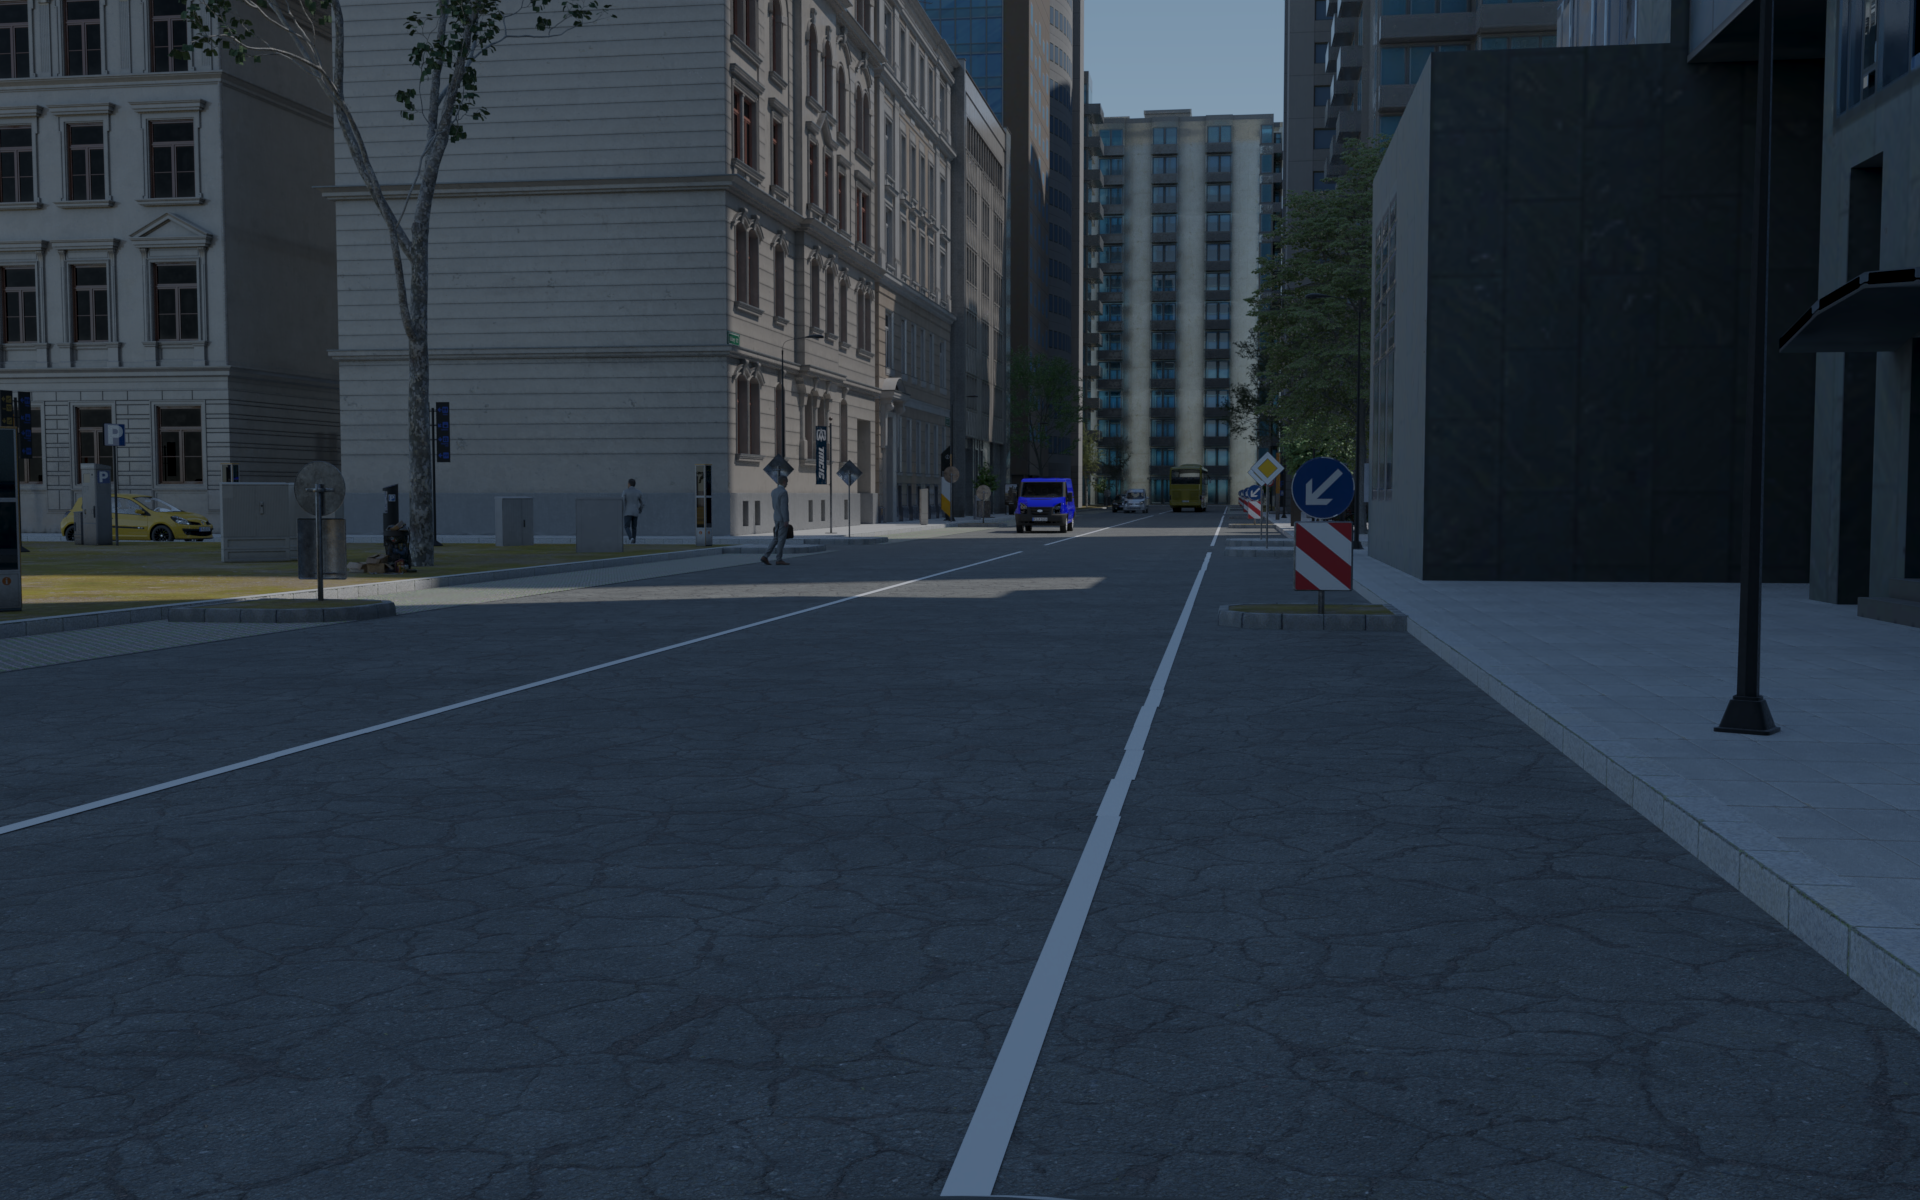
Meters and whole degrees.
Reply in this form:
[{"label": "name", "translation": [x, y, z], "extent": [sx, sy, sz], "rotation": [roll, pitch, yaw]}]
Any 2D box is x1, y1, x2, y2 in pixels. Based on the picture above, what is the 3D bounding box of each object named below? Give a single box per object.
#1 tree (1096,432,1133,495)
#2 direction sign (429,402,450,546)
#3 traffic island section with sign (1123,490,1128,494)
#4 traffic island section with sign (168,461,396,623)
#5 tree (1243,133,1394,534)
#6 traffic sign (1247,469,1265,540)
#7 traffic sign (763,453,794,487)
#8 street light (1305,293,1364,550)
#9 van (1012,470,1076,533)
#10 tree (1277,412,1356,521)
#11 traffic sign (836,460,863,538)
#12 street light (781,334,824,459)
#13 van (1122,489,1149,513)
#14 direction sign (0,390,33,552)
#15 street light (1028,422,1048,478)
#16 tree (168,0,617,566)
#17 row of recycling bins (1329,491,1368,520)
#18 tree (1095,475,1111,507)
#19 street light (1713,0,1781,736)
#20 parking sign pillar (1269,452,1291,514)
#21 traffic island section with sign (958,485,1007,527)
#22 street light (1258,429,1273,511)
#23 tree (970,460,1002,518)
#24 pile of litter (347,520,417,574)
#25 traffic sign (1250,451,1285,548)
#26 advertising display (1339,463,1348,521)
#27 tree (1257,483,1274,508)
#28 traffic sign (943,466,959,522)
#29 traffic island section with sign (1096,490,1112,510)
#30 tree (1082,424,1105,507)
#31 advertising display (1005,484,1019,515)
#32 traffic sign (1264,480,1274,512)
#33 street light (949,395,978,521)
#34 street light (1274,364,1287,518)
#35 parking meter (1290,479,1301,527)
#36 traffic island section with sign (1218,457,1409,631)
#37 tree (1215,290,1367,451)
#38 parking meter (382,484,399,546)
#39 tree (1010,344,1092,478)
[{"label": "tree", "translation": [18.194, -15.388, 201.948], "extent": [4.360, 8.622, 3.978], "rotation": [0, 3, 0]}, {"label": "direction sign", "translation": [-12.968, -3.101, 42.693], "extent": [0.876, 3.537, 0.379], "rotation": [1, 4, 11]}, {"label": "traffic island section with sign", "translation": [17.243, -10.417, 178.948], "extent": [1.989, 1.847, 2.006], "rotation": [1, 4, 9]}, {"label": "traffic island section with sign", "translation": [-7.701, -0.700, 20.072], "extent": [1.989, 1.847, 2.006], "rotation": [1, 4, 9]}, {"label": "tree", "translation": [12.693, -8.367, 54.925], "extent": [7.486, 12.596, 7.792], "rotation": [0, 3, 0]}, {"label": "traffic sign", "translation": [8.471, -2.754, 48.667], "extent": [0.795, 2.450, 0.064], "rotation": [1, 4, 9]}, {"label": "traffic sign", "translation": [-4.466, -2.385, 42.630], "extent": [0.795, 2.450, 0.064], "rotation": [1, 4, 9]}, {"label": "street light", "translation": [8.675, -4.135, 40.146], "extent": [1.470, 5.913, 1.316], "rotation": [1, 4, 9]}, {"label": "van", "translation": [3.236, -3.729, 65.353], "extent": [2.240, 2.365, 5.245], "rotation": [0, 4, 8]}, {"label": "tree", "translation": [13.561, -4.972, 65.005], "extent": [4.285, 4.588, 4.351], "rotation": [0, 3, 0]}, {"label": "traffic sign", "translation": [-3.227, -2.867, 50.518], "extent": [0.795, 2.450, 0.064], "rotation": [1, 4, 9]}, {"label": "street light", "translation": [-4.643, -4.772, 50.557], "extent": [1.470, 5.913, 1.316], "rotation": [1, 4, 9]}, {"label": "van", "translation": [13.161, -7.491, 129.481], "extent": [2.013, 2.044, 4.112], "rotation": [1, 4, 10]}, {"label": "direction sign", "translation": [-20.717, -2.818, 38.077], "extent": [0.379, 3.537, 0.876], "rotation": [1, 4, 13]}, {"label": "street light", "translation": [4.994, -8.531, 112.020], "extent": [1.470, 5.913, 1.316], "rotation": [1, 4, 9]}, {"label": "tree", "translation": [-10.868, -10.709, 30.987], "extent": [12.611, 20.169, 13.585], "rotation": [0, 3, 0]}, {"label": "row of recycling bins", "translation": [18.945, -4.782, 85.301], "extent": [1.069, 1.692, 3.534], "rotation": [-2, 4, -29]}, {"label": "tree", "translation": [14.672, -11.173, 177.282], "extent": [1.663, 3.219, 1.824], "rotation": [0, 3, 0]}, {"label": "street light", "translation": [3.726, -2.247, 9.284], "extent": [1.470, 5.913, 1.316], "rotation": [1, 4, 9]}, {"label": "parking sign pillar", "translation": [20.456, -7.465, 110.522], "extent": [1.447, 3.967, 1.447], "rotation": [0, 4, -1]}, {"label": "traffic island section with sign", "translation": [1.022, -4.098, 75.636], "extent": [1.989, 1.847, 2.006], "rotation": [1, 4, 9]}, {"label": "street light", "translation": [16.701, -7.308, 92.031], "extent": [1.470, 5.913, 1.316], "rotation": [1, 4, 9]}, {"label": "tree", "translation": [1.261, -6.055, 93.608], "extent": [1.663, 3.219, 1.824], "rotation": [0, 3, 0]}, {"label": "pile of litter", "translation": [-9.481, -0.883, 28.398], "extent": [1.176, 0.858, 1.719], "rotation": [0, 4, -8]}, {"label": "traffic sign", "translation": [7.232, -2.271, 40.779], "extent": [0.795, 2.450, 0.064], "rotation": [1, 4, 9]}, {"label": "advertising display", "translation": [8.067, -1.911, 36.466], "extent": [0.123, 1.923, 0.974], "rotation": [1, 4, 15]}, {"label": "tree", "translation": [29.852, -10.872, 172.364], "extent": [1.663, 3.219, 1.824], "rotation": [0, 3, 0]}, {"label": "traffic sign", "translation": [-0.404, -4.852, 79.439], "extent": [0.768, 2.556, 0.104], "rotation": [1, 4, 16]}, {"label": "traffic island section with sign", "translation": [12.943, -8.740, 151.529], "extent": [1.989, 1.847, 2.006], "rotation": [1, 4, 9]}, {"label": "tree", "translation": [12.470, -13.514, 171.312], "extent": [4.737, 8.622, 4.395], "rotation": [0, 3, 0]}, {"label": "advertising display", "translation": [3.158, -6.167, 106.050], "extent": [0.974, 1.923, 0.123], "rotation": [3, 4, 38]}, {"label": "traffic sign", "translation": [21.602, -7.409, 121.244], "extent": [0.768, 2.556, 0.104], "rotation": [1, 4, 13]}, {"label": "street light", "translation": [0.167, -6.658, 81.398], "extent": [1.470, 5.913, 1.316], "rotation": [1, 4, 9]}, {"label": "street light", "translation": [11.992, -5.432, 61.347], "extent": [1.470, 5.913, 1.316], "rotation": [1, 4, 9]}, {"label": "parking meter", "translation": [13.306, -3.842, 68.526], "extent": [0.399, 1.863, 0.255], "rotation": [-1, 4, -11]}, {"label": "traffic island section with sign", "translation": [3.875, -0.647, 19.211], "extent": [1.989, 1.847, 2.006], "rotation": [1, 4, 9]}, {"label": "tree", "translation": [15.269, -8.893, 79.819], "extent": [7.601, 10.594, 8.767], "rotation": [-1, 4, -17]}, {"label": "parking meter", "translation": [-13.982, -2.088, 42.550], "extent": [0.372, 1.533, 0.369], "rotation": [0, 3, 0]}, {"label": "tree", "translation": [5.591, -11.918, 120.615], "extent": [9.928, 11.665, 9.643], "rotation": [0, 3, 0]}]
